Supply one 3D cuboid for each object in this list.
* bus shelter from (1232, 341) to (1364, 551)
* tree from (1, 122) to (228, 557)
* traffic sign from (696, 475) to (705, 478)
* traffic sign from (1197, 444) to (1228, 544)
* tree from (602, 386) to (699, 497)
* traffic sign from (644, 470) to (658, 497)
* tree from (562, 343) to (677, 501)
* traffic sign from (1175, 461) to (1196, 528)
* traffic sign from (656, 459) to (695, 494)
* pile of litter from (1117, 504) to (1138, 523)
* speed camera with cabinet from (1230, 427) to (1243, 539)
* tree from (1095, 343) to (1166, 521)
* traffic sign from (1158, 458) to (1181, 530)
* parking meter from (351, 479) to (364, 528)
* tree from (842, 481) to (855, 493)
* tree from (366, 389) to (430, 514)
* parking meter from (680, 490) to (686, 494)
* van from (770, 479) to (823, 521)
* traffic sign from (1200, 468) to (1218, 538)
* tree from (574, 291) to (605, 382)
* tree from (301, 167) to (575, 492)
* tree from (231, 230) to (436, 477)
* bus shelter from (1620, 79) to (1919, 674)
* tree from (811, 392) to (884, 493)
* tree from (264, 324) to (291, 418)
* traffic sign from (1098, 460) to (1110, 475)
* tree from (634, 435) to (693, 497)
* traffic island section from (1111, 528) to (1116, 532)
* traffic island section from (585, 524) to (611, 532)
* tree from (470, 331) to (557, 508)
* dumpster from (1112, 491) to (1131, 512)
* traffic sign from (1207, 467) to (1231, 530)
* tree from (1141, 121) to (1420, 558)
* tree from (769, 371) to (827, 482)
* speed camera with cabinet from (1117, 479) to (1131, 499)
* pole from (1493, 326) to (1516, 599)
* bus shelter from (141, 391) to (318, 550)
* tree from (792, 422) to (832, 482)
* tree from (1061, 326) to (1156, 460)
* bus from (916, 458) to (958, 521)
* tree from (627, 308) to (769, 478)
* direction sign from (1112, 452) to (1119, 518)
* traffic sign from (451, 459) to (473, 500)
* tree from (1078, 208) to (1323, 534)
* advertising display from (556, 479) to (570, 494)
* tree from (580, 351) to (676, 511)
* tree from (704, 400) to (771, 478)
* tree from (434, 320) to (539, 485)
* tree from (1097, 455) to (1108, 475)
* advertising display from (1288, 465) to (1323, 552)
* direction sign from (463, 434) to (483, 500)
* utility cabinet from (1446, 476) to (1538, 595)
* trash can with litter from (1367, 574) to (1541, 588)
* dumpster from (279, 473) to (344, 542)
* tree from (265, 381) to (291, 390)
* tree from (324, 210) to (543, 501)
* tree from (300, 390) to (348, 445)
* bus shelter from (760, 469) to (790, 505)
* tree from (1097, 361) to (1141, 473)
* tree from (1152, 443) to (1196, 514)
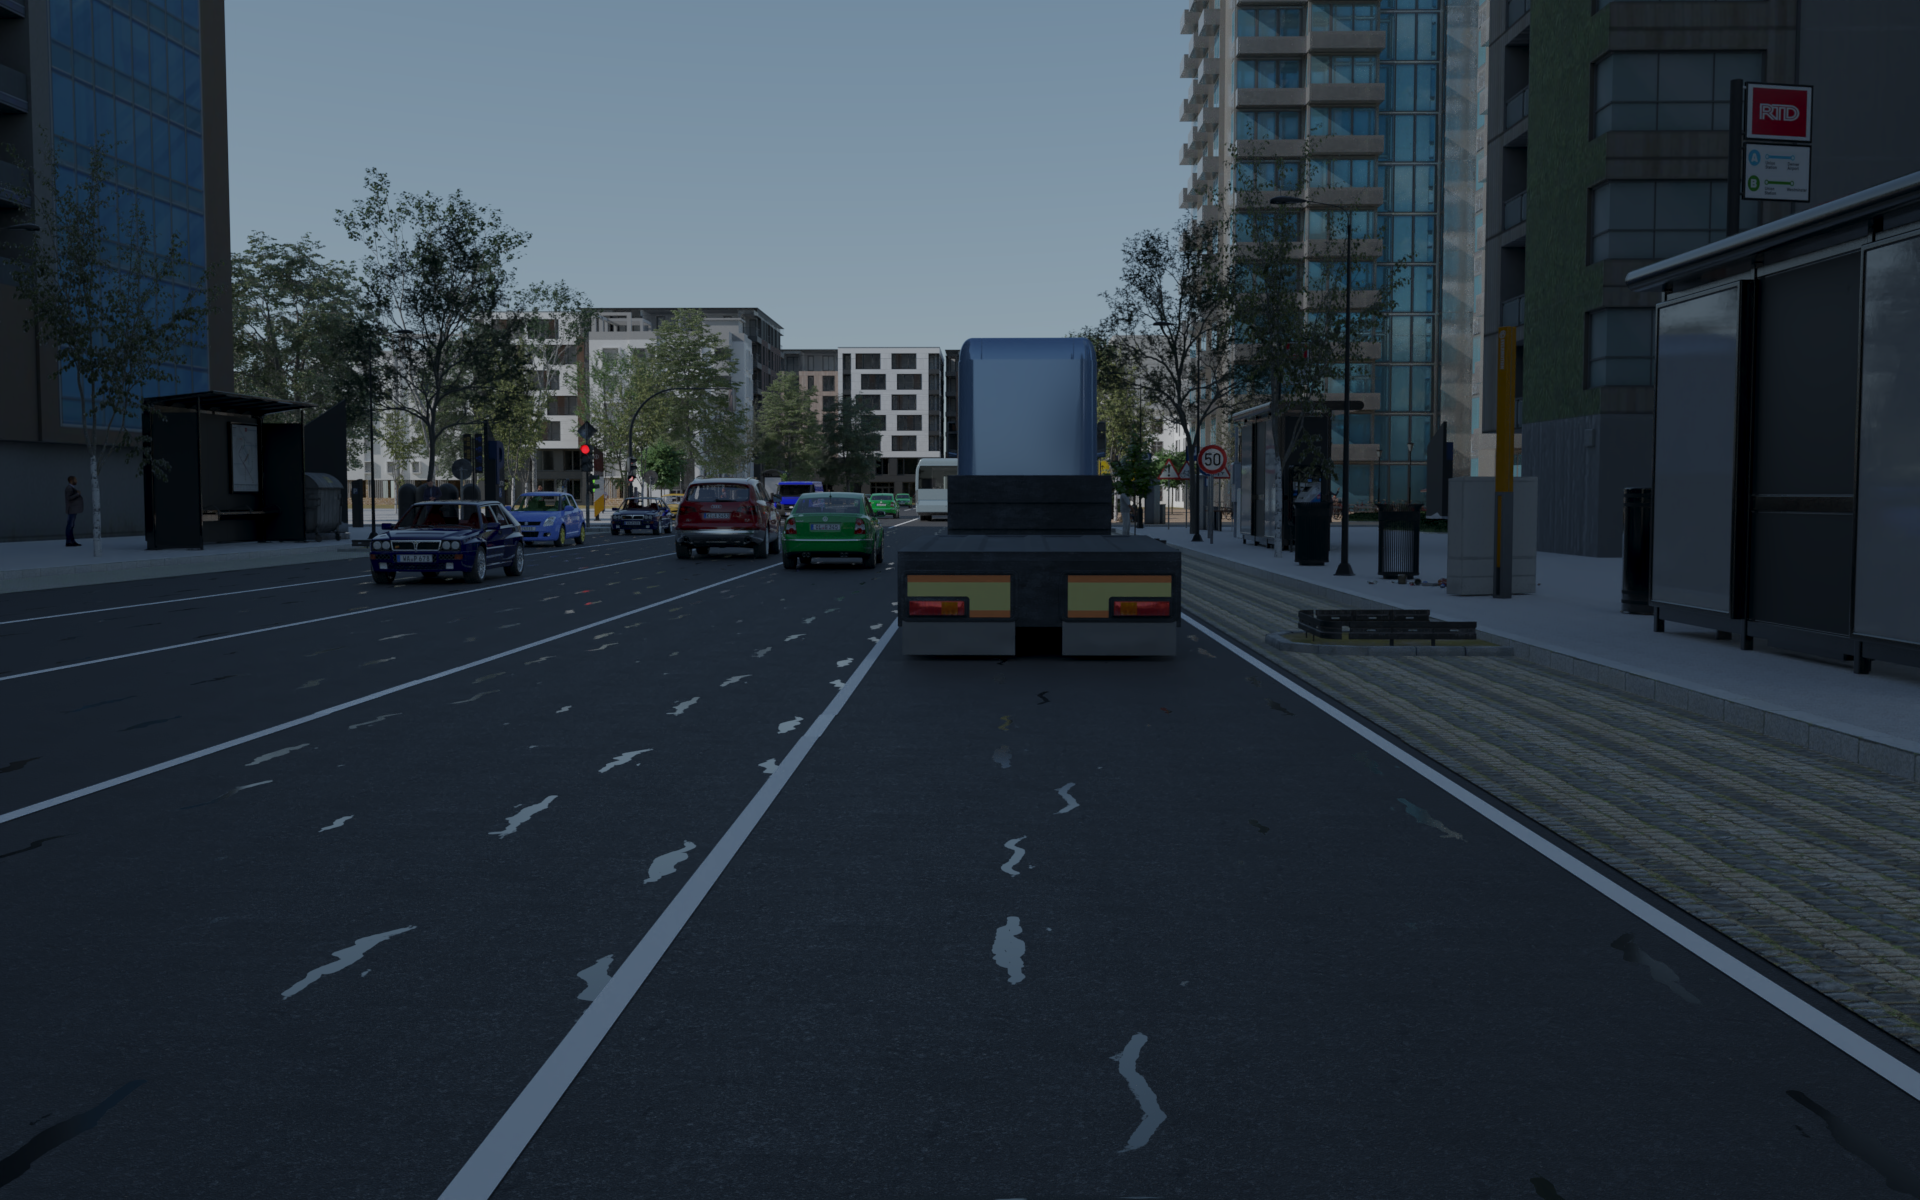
[{"bbox_3d":[8.070,-4.003,43.082,2.179,5.291,8.768,0,4,1],"label":"bus shelter"},{"bbox_3d":[-17.392,-5.180,35.060,4.360,8.622,3.978,0,3,0],"label":"tree"},{"bbox_3d":[-17.591,-7.178,117.469,0.768,2.556,0.104,0,4,2],"label":"traffic sign"},{"bbox_3d":[6.483,-2.718,44.542,0.768,2.556,0.104,0,4,2],"label":"traffic sign"},{"bbox_3d":[-24.585,-12.396,137.079,8.767,10.594,7.601,0,4,6],"label":"tree"},{"bbox_3d":[-16.528,-5.656,92.584,0.768,2.556,0.104,1,4,9],"label":"traffic sign"},{"bbox_3d":[-23.517,-11.925,120.721,9.928,11.665,9.643,0,3,0],"label":"tree"},{"bbox_3d":[8.528,-3.987,65.197,0.884,2.594,0.081,1,4,10],"label":"traffic sign"},{"bbox_3d":[-16.314,-6.448,99.294,2.265,3.308,0.079,0,4,4],"label":"traffic sign"},{"bbox_3d":[7.598,-3.942,78.419,1.176,0.858,1.719,3,5,44],"label":"pile of litter"},{"bbox_3d":[8.309,-3.416,50.181,0.660,3.252,2.038,0,4,-1],"label":"speed camera with cabinet"},{"bbox_3d":[7.611,-8.090,82.630,4.737,8.622,4.395,0,3,0],"label":"tree"},{"bbox_3d":[7.553,-3.831,62.644,0.884,2.594,0.081,0,4,5],"label":"traffic sign"},{"bbox_3d":[-23.145,-3.718,66.501,0.399,1.863,0.255,1,4,17],"label":"parking meter"},{"bbox_3d":[-14.395,-13.948,222.647,1.663,3.219,1.824,0,3,0],"label":"tree"},{"bbox_3d":[-36.569,-9.938,112.846,4.737,8.622,4.395,0,3,0],"label":"tree"},{"bbox_3d":[-16.013,-5.779,100.194,0.255,1.863,0.399,-2,4,-28],"label":"parking meter"},{"bbox_3d":[-7.695,-4.795,82.787,2.240,2.365,5.245,0,4,3],"label":"van"},{"bbox_3d":[7.221,-3.062,50.169,0.768,2.556,0.104,1,4,10],"label":"traffic sign"},{"bbox_3d":[-35.806,-17.458,141.330,12.611,20.169,13.585,0,3,0],"label":"tree"},{"bbox_3d":[-31.723,-15.009,101.283,12.611,20.169,13.585,0,3,0],"label":"tree"},{"bbox_3d":[-31.977,-10.775,82.825,9.857,13.997,8.962,0,3,0],"label":"tree"},{"bbox_3d":[7.231,-2.256,14.523,2.179,5.291,8.768,0,4,1],"label":"bus shelter"},{"bbox_3d":[-13.926,-18.763,213.434,9.857,13.997,8.962,0,3,0],"label":"tree"},{"bbox_3d":[-56.115,-14.277,135.257,13.155,14.587,18.604,-1,4,-23],"label":"tree"},{"bbox_3d":[9.249,-6.609,101.929,2.265,3.308,0.079,0,4,4],"label":"traffic sign"},{"bbox_3d":[-16.639,-6.929,96.996,4.285,4.588,4.351,0,3,0],"label":"tree"},{"bbox_3d":[4.840,-2.669,65.925,2.009,0.180,2.903,0,4,1],"label":"traffic island section"},{"bbox_3d":[-14.258,-2.692,66.290,2.009,0.180,2.903,0,4,1],"label":"traffic island section"},{"bbox_3d":[-20.310,-7.838,78.508,4.737,8.622,4.395,0,3,0],"label":"tree"},{"bbox_3d":[8.251,-5.380,90.450,1.502,2.255,1.985,0,4,1],"label":"dumpster"},{"bbox_3d":[9.080,-3.706,60.598,0.884,2.594,0.081,1,4,9],"label":"traffic sign"},{"bbox_3d":[6.629,-5.156,34.656,4.360,8.622,3.978,0,3,0],"label":"tree"},{"bbox_3d":[-15.922,-14.802,160.139,7.486,12.596,7.792,0,3,0],"label":"tree"},{"bbox_3d":[7.664,-5.754,88.418,2.038,3.252,0.660,1,4,14],"label":"speed camera with cabinet"},{"bbox_3d":[6.669,-1.673,21.202,0.158,3.312,0.155,0,3,0],"label":"pole"},{"bbox_3d":[-17.748,-3.131,42.467,1.731,3.624,6.357,0,4,1],"label":"bus shelter"},{"bbox_3d":[-14.946,-13.619,173.037,4.360,8.622,3.978,0,3,0],"label":"tree"},{"bbox_3d":[8.757,-12.313,118.323,9.611,12.733,9.660,0,3,0],"label":"tree"},{"bbox_3d":[-0.863,-6.187,96.014,2.948,3.499,13.247,0,4,1],"label":"bus"},{"bbox_3d":[-16.864,-11.490,105.987,7.486,12.596,7.792,0,3,0],"label":"tree"},{"bbox_3d":[8.352,-6.194,93.273,0.379,3.537,0.876,2,4,28],"label":"direction sign"},{"bbox_3d":[-17.880,-3.797,62.185,0.768,2.556,0.104,0,4,3],"label":"traffic sign"},{"bbox_3d":[7.647,-7.421,55.749,8.767,10.594,7.601,1,4,16],"label":"tree"},{"bbox_3d":[-16.913,-4.194,73.791,0.123,1.923,0.974,-3,5,-41],"label":"advertising display"},{"bbox_3d":[-16.441,-8.450,88.525,4.737,8.622,4.395,0,3,0],"label":"tree"},{"bbox_3d":[-16.444,-11.132,132.369,4.360,8.622,3.978,0,3,0],"label":"tree"},{"bbox_3d":[-35.702,-13.481,127.066,9.857,13.997,8.962,0,3,0],"label":"tree"},{"bbox_3d":[13.804,-9.713,142.525,4.285,4.588,4.351,0,3,0],"label":"tree"},{"bbox_3d":[7.643,-2.026,38.346,0.974,1.923,0.123,-3,4,-36],"label":"advertising display"},{"bbox_3d":[-18.272,-4.468,65.056,0.876,3.537,0.379,2,4,24],"label":"direction sign"},{"bbox_3d":[6.743,-0.812,21.961,1.173,1.500,0.318,-1,4,-23],"label":"utility cabinet"},{"bbox_3d":[6.893,-0.812,24.332,2.233,1.210,1.678,2,4,31],"label":"trash can with litter"},{"bbox_3d":[-17.554,-2.504,46.704,1.264,1.857,1.865,0,4,1],"label":"dumpster"},{"bbox_3d":[-42.208,-9.580,106.999,4.737,8.622,4.395,0,3,0],"label":"tree"},{"bbox_3d":[-17.136,-7.470,56.544,7.601,10.594,8.767,0,4,-6],"label":"tree"},{"bbox_3d":[-42.499,-10.039,114.494,4.360,8.622,3.978,0,3,0],"label":"tree"},{"bbox_3d":[-15.197,-9.137,143.311,2.014,3.302,5.546,0,4,1],"label":"bus shelter"},{"bbox_3d":[8.787,-8.918,96.173,4.360,8.622,3.978,0,3,0],"label":"tree"},{"bbox_3d":[13.488,-7.717,109.885,4.285,4.588,4.351,0,3,0],"label":"tree"}]
